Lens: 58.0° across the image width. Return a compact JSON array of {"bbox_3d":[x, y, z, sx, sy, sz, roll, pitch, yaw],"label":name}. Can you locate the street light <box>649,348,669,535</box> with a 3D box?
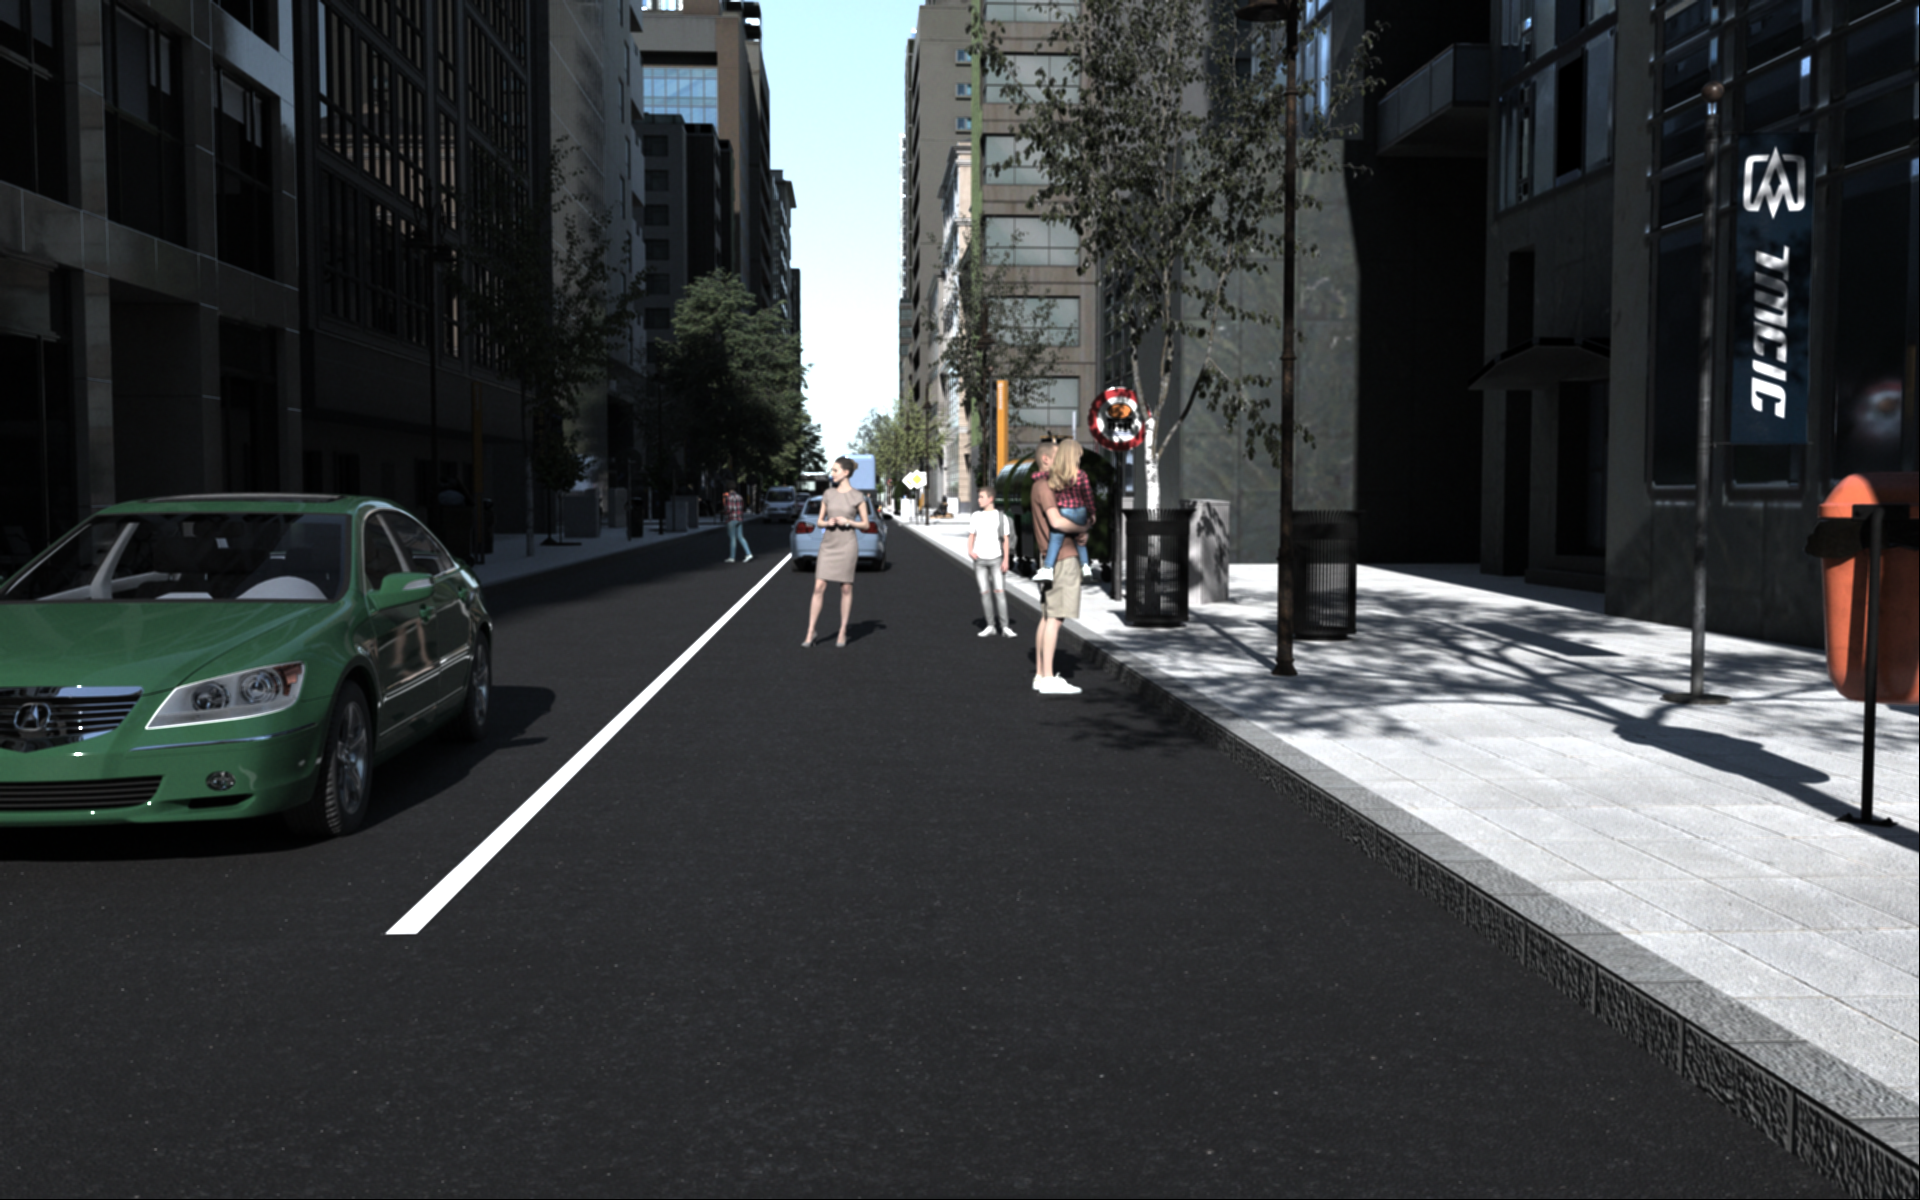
[{"bbox_3d":[-9.491,-5.016,54.802,0.468,5.910,1.993,0,4,-4],"label":"street light"}]

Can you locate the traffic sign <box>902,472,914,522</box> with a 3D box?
[{"bbox_3d":[-2.262,-4.635,79.423,0.795,2.450,0.064,0,4,-4],"label":"traffic sign"}]

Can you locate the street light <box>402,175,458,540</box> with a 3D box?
[{"bbox_3d":[-7.775,-3.228,25.559,0.468,5.910,1.993,0,4,-4],"label":"street light"}]

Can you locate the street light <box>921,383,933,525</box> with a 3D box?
[{"bbox_3d":[-1.348,-6.012,71.078,0.468,5.910,1.993,0,4,-4],"label":"street light"}]

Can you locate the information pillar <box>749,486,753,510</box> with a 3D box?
[{"bbox_3d":[-17.010,-8.372,141.370,0.304,2.012,0.304,0,4,0],"label":"information pillar"}]

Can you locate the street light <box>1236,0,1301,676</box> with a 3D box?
[{"bbox_3d":[2.307,-2.406,12.128,0.468,5.910,1.993,0,4,-4],"label":"street light"}]

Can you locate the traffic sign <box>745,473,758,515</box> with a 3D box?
[{"bbox_3d":[-12.834,-6.517,106.661,0.768,2.556,0.104,0,4,0],"label":"traffic sign"}]

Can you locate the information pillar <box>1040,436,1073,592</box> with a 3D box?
[{"bbox_3d":[1.225,-1.072,22.019,0.304,2.012,0.304,-2,4,-33],"label":"information pillar"}]

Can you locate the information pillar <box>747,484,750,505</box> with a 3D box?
[{"bbox_3d":[-17.507,-9.358,144.365,0.504,3.616,0.183,2,4,29],"label":"information pillar"}]

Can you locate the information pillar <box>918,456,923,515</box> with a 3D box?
[{"bbox_3d":[-2.385,-7.064,106.859,0.183,3.616,0.504,-2,4,-27],"label":"information pillar"}]

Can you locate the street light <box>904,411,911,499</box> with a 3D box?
[{"bbox_3d":[-2.855,-7.483,95.126,0.468,5.910,1.993,0,4,-4],"label":"street light"}]

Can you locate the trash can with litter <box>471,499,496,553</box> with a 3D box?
[{"bbox_3d":[-10.496,-1.592,37.422,1.055,1.170,0.624,3,5,44],"label":"trash can with litter"}]

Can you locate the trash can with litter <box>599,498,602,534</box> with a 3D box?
[{"bbox_3d":[-11.831,-2.673,55.093,0.624,1.170,1.055,-3,5,-43],"label":"trash can with litter"}]

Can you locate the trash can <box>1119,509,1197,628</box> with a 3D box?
[{"bbox_3d":[1.906,-0.310,16.728,0.748,1.137,0.748,0,3,0],"label":"trash can"}]

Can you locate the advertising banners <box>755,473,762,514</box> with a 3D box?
[{"bbox_3d":[-13.057,-7.112,112.466,0.090,3.025,2.074,0,4,7],"label":"advertising banners"}]

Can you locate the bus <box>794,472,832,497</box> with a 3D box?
[{"bbox_3d":[-12.005,-8.985,141.764,2.948,3.499,13.247,0,4,-5],"label":"bus"}]

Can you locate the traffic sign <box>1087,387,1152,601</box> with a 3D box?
[{"bbox_3d":[1.903,-1.261,20.729,0.768,2.556,0.104,0,4,1],"label":"traffic sign"}]

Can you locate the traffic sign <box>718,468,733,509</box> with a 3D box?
[{"bbox_3d":[-11.424,-5.147,84.261,0.768,2.556,0.104,0,4,-2],"label":"traffic sign"}]

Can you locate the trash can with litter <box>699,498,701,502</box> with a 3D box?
[{"bbox_3d":[-17.756,-6.368,115.502,0.624,1.170,1.055,2,4,26],"label":"trash can with litter"}]

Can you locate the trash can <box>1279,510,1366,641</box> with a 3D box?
[{"bbox_3d":[3.189,-0.222,15.279,0.748,1.137,0.748,0,3,0],"label":"trash can"}]

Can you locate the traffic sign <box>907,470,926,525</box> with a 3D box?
[{"bbox_3d":[-1.771,-4.147,71.453,0.795,2.450,0.064,0,4,-4],"label":"traffic sign"}]

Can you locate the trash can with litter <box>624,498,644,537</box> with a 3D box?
[{"bbox_3d":[-9.749,-2.452,51.483,0.624,1.170,1.055,-1,4,-21],"label":"trash can with litter"}]

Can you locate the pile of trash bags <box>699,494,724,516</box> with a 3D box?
[{"bbox_3d":[-15.848,-5.566,100.753,3.447,1.369,1.912,2,4,29],"label":"pile of trash bags"}]

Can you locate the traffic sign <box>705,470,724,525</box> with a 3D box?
[{"bbox_3d":[-10.050,-4.118,70.965,0.795,2.450,0.064,0,4,-4],"label":"traffic sign"}]

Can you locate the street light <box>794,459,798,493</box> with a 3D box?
[{"bbox_3d":[-17.514,-12.982,185.046,0.468,5.910,1.993,0,4,-4],"label":"street light"}]

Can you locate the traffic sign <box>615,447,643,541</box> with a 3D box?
[{"bbox_3d":[-9.019,-2.880,47.195,0.768,2.556,0.104,0,4,1],"label":"traffic sign"}]

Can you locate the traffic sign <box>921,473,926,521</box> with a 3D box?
[{"bbox_3d":[-1.787,-4.821,80.949,0.606,2.300,0.079,0,4,0],"label":"traffic sign"}]

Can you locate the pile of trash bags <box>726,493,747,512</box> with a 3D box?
[{"bbox_3d":[-15.953,-6.784,120.668,1.912,1.369,3.447,0,4,4],"label":"pile of trash bags"}]

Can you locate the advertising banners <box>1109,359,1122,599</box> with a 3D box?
[{"bbox_3d":[1.991,-1.576,21.956,0.090,3.025,2.074,0,4,8],"label":"advertising banners"}]

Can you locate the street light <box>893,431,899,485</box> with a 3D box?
[{"bbox_3d":[-4.606,-9.274,124.415,0.468,5.910,1.993,0,4,-4],"label":"street light"}]

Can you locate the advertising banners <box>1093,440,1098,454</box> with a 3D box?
[{"bbox_3d":[4.005,-3.504,53.477,0.090,3.025,2.074,-1,4,-8],"label":"advertising banners"}]

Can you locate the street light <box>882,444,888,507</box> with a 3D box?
[{"bbox_3d":[-6.405,-11.062,153.653,0.468,5.910,1.993,0,4,-4],"label":"street light"}]

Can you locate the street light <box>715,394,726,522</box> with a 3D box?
[{"bbox_3d":[-11.012,-6.552,79.918,0.468,5.910,1.993,0,4,-4],"label":"street light"}]

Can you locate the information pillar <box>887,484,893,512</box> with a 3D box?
[{"bbox_3d":[-5.132,-7.513,127.322,0.304,2.012,0.304,-3,5,-41],"label":"information pillar"}]

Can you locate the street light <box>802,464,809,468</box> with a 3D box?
[{"bbox_3d":[-19.344,-14.800,214.769,0.468,5.910,1.993,0,4,-4],"label":"street light"}]

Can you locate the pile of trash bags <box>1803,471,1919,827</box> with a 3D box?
[{"bbox_3d":[4.735,0.233,5.948,3.447,1.369,1.912,3,5,42],"label":"pile of trash bags"}]

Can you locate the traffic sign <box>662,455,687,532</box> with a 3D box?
[{"bbox_3d":[-9.616,-3.557,58.166,0.884,2.594,0.081,0,4,4],"label":"traffic sign"}]

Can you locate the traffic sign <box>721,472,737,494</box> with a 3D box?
[{"bbox_3d":[-10.542,-4.605,78.935,0.795,2.450,0.064,0,4,-4],"label":"traffic sign"}]

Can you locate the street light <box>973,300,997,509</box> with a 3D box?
[{"bbox_3d":[0.587,-4.195,41.371,0.468,5.910,1.993,0,4,-4],"label":"street light"}]

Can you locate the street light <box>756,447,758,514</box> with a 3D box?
[{"bbox_3d":[-12.867,-8.377,109.751,0.468,5.910,1.993,0,4,-4],"label":"street light"}]

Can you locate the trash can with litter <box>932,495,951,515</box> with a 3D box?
[{"bbox_3d":[-0.891,-5.724,104.646,1.678,1.210,2.233,-1,4,-8],"label":"trash can with litter"}]

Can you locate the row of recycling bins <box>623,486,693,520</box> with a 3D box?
[{"bbox_3d":[-15.124,-4.932,87.750,3.534,1.692,1.069,-3,5,-43],"label":"row of recycling bins"}]
